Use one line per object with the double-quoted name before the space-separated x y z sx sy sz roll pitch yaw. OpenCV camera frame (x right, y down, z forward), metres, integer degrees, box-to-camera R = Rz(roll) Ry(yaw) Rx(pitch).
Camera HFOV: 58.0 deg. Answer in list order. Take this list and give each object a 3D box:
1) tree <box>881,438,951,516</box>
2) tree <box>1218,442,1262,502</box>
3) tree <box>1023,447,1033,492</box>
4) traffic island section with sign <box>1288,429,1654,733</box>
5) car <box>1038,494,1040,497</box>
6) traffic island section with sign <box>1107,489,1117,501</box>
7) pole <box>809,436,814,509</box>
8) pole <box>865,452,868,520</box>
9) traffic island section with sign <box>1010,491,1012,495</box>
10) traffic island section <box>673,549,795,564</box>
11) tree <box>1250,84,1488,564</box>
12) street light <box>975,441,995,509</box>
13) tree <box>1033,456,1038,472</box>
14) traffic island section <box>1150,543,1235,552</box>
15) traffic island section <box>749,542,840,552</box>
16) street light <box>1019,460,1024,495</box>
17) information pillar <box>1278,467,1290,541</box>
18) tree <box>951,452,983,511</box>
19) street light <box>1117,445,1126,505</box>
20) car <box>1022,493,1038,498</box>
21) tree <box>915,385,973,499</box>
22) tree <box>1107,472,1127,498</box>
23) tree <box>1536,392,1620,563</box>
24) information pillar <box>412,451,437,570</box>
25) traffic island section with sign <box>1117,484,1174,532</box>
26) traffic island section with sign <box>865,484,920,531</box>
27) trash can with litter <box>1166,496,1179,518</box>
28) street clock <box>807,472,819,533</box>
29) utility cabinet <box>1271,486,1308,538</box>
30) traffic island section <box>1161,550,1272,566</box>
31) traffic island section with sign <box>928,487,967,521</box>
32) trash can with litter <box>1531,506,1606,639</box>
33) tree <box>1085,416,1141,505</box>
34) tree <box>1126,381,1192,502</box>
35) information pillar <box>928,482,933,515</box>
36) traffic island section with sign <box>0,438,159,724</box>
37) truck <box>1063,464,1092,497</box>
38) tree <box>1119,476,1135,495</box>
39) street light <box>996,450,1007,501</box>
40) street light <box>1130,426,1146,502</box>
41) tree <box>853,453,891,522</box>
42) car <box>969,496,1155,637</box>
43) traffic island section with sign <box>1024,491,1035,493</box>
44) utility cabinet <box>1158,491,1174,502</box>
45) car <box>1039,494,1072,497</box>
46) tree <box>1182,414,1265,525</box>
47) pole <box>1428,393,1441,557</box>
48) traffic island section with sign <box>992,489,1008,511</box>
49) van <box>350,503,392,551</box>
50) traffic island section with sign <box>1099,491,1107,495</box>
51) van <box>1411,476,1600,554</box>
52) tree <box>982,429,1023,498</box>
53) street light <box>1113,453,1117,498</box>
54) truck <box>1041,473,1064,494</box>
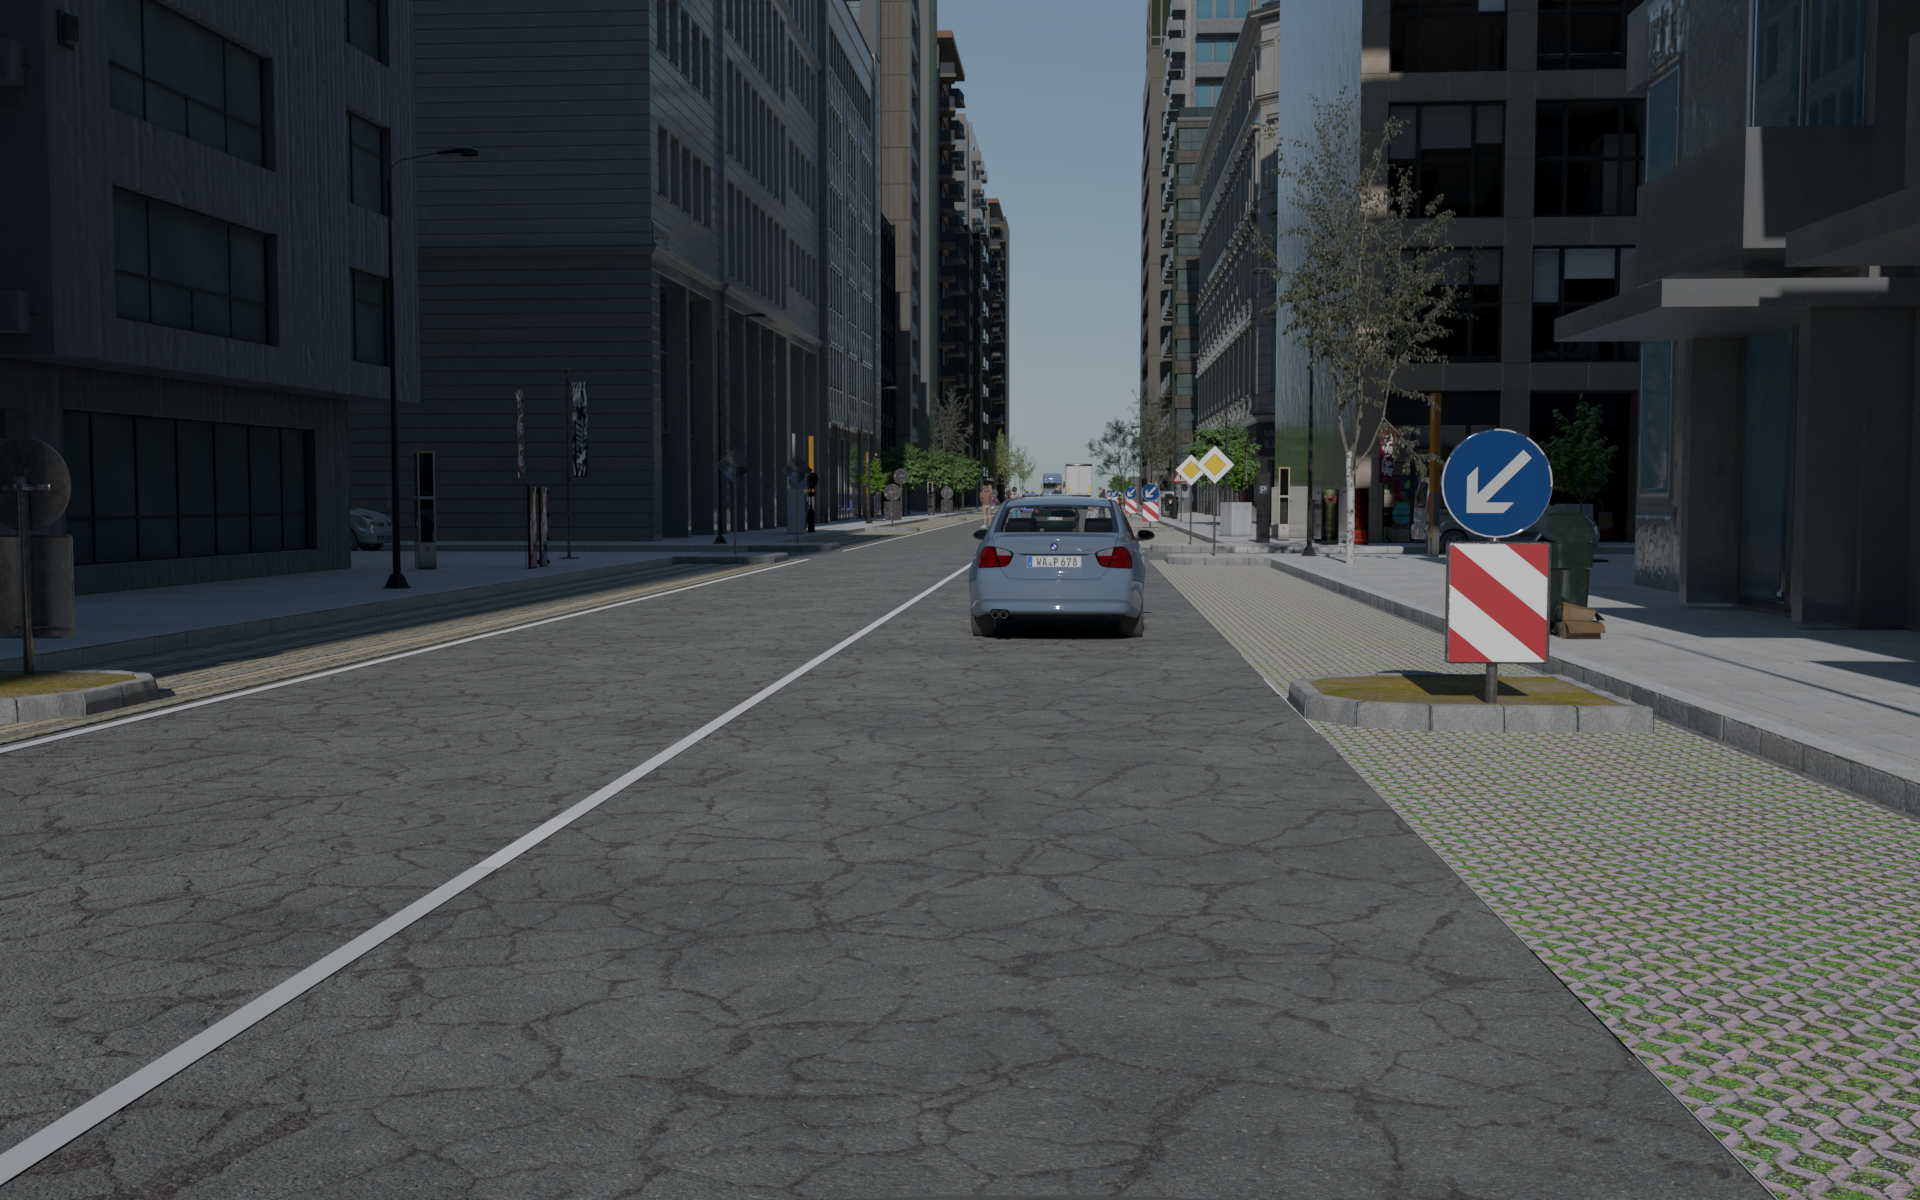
"tree" -3.194 -7.137 100.407 4.285 4.588 4.351 0 3 0
"tree" 10.292 -4.297 64.855 1.663 3.219 1.824 0 3 0
"tree" 5.813 -16.016 212.224 4.737 8.622 4.395 0 3 0
"traffic island section with sign" 3.210 -0.164 11.307 1.989 1.847 2.006 0 4 4
"car" 6.941 -9.034 159.708 2.014 1.417 4.499 0 4 3
"traffic island section with sign" 9.081 -5.181 93.336 1.989 1.847 2.006 0 4 4
"pole" -5.230 -4.108 61.009 0.158 3.312 0.155 0 3 0
"pole" -4.483 -5.489 83.590 0.158 3.312 0.155 0 3 0
"traffic island section with sign" 4.844 -9.935 171.063 1.989 1.847 2.006 0 4 4
"traffic island section" -4.773 -0.879 36.649 2.009 0.180 2.903 0 4 4
"tree" 7.196 -4.958 31.429 4.360 8.622 3.978 0 3 0
"street light" 2.047 -10.974 151.962 1.470 5.913 1.316 0 4 4
"tree" 9.204 -18.730 256.589 4.737 8.622 4.395 0 3 0
"traffic island section" 5.862 -1.322 43.891 2.009 0.180 2.903 0 4 4
"traffic island section" -4.203 -1.366 44.613 2.009 0.180 2.903 0 4 4
"street light" 8.016 -16.075 235.366 1.470 5.913 1.316 0 4 4
"information pillar" 8.894 -2.632 47.522 0.304 2.012 0.304 1 4 11
"tree" -1.650 -7.909 113.018 4.285 4.588 4.351 0 3 0
"street light" 15.970 -11.745 164.568 1.470 5.913 1.316 0 4 4
"car" 5.542 -7.767 136.581 1.945 1.707 3.694 0 4 2
"tree" -1.044 -10.234 117.680 4.360 8.622 3.978 0 3 0
"tree" 23.848 -16.925 260.439 4.285 4.588 4.351 0 3 0
"tree" 11.845 -2.346 32.957 1.663 3.219 1.824 0 3 0
"information pillar" -9.119 -1.530 29.506 0.304 2.012 0.304 -2 4 -31
"traffic island section with sign" 7.108 -3.501 65.868 1.989 1.847 2.006 0 4 4
"traffic island section with sign" -2.596 -3.575 67.075 1.989 1.847 2.006 0 4 4
"trash can with litter" 11.280 -4.965 92.567 0.624 1.170 1.055 -1 4 -17
"street clock" -4.958 -3.247 57.652 0.471 2.002 0.358 -3 5 -40
"utility cabinet" 9.642 -2.556 50.471 1.173 1.500 0.318 3 5 45
"traffic island section" 5.292 -0.835 35.926 2.009 0.180 2.903 0 4 4
"traffic island section with sign" -0.664 -5.230 94.135 1.989 1.847 2.006 0 4 4
"trash can with litter" 5.576 -0.262 15.669 0.624 1.170 1.055 0 4 -1
"tree" 19.276 -16.582 205.527 8.767 10.594 7.601 -3 5 -40
"tree" 12.799 -9.893 112.113 4.360 8.622 3.978 0 3 0
"information pillar" -1.809 -6.142 104.910 0.304 2.012 0.304 0 4 -1
"traffic island section with sign" -6.571 -0.179 11.555 1.989 1.847 2.006 0 4 4
"truck" 11.330 -10.837 166.099 2.839 4.237 11.283 0 4 3
"tree" 18.152 -11.700 185.888 1.663 3.219 1.824 0 3 0
"street light" 4.202 -12.835 182.388 1.470 5.913 1.316 0 4 4
"street light" 12.534 -8.916 118.315 1.470 5.913 1.316 0 4 4
"tree" -3.905 -5.292 81.125 1.663 3.219 1.824 0 3 0
"car" 1.098 -0.407 18.663 2.014 1.417 4.499 0 4 5
"traffic island section with sign" 10.695 -14.932 252.771 1.989 1.847 2.006 0 4 4
"utility cabinet" 13.924 -6.652 117.440 1.173 1.500 0.318 2 4 28
"car" 3.527 -3.300 63.738 2.009 1.686 4.222 0 4 4
"tree" 10.843 -5.369 71.504 4.285 4.588 4.351 0 3 0
"pole" 9.622 -2.524 35.110 0.158 3.312 0.155 0 3 0
"traffic island section with sign" 2.865 -8.245 143.441 1.989 1.847 2.006 0 4 4
"van" -15.926 -2.155 42.246 4.112 2.044 2.013 0 4 5
"traffic island section with sign" 12.621 -8.209 142.844 1.989 1.847 2.006 0 4 4
"van" 12.556 -2.009 39.863 4.112 2.044 2.013 0 4 2
"tree" 3.973 -14.930 194.465 4.737 8.622 4.395 0 3 0
"street light" 18.055 -13.606 194.998 1.470 5.913 1.316 0 4 4
"truck" 12.103 -14.647 229.238 2.967 4.110 18.799 0 4 2
